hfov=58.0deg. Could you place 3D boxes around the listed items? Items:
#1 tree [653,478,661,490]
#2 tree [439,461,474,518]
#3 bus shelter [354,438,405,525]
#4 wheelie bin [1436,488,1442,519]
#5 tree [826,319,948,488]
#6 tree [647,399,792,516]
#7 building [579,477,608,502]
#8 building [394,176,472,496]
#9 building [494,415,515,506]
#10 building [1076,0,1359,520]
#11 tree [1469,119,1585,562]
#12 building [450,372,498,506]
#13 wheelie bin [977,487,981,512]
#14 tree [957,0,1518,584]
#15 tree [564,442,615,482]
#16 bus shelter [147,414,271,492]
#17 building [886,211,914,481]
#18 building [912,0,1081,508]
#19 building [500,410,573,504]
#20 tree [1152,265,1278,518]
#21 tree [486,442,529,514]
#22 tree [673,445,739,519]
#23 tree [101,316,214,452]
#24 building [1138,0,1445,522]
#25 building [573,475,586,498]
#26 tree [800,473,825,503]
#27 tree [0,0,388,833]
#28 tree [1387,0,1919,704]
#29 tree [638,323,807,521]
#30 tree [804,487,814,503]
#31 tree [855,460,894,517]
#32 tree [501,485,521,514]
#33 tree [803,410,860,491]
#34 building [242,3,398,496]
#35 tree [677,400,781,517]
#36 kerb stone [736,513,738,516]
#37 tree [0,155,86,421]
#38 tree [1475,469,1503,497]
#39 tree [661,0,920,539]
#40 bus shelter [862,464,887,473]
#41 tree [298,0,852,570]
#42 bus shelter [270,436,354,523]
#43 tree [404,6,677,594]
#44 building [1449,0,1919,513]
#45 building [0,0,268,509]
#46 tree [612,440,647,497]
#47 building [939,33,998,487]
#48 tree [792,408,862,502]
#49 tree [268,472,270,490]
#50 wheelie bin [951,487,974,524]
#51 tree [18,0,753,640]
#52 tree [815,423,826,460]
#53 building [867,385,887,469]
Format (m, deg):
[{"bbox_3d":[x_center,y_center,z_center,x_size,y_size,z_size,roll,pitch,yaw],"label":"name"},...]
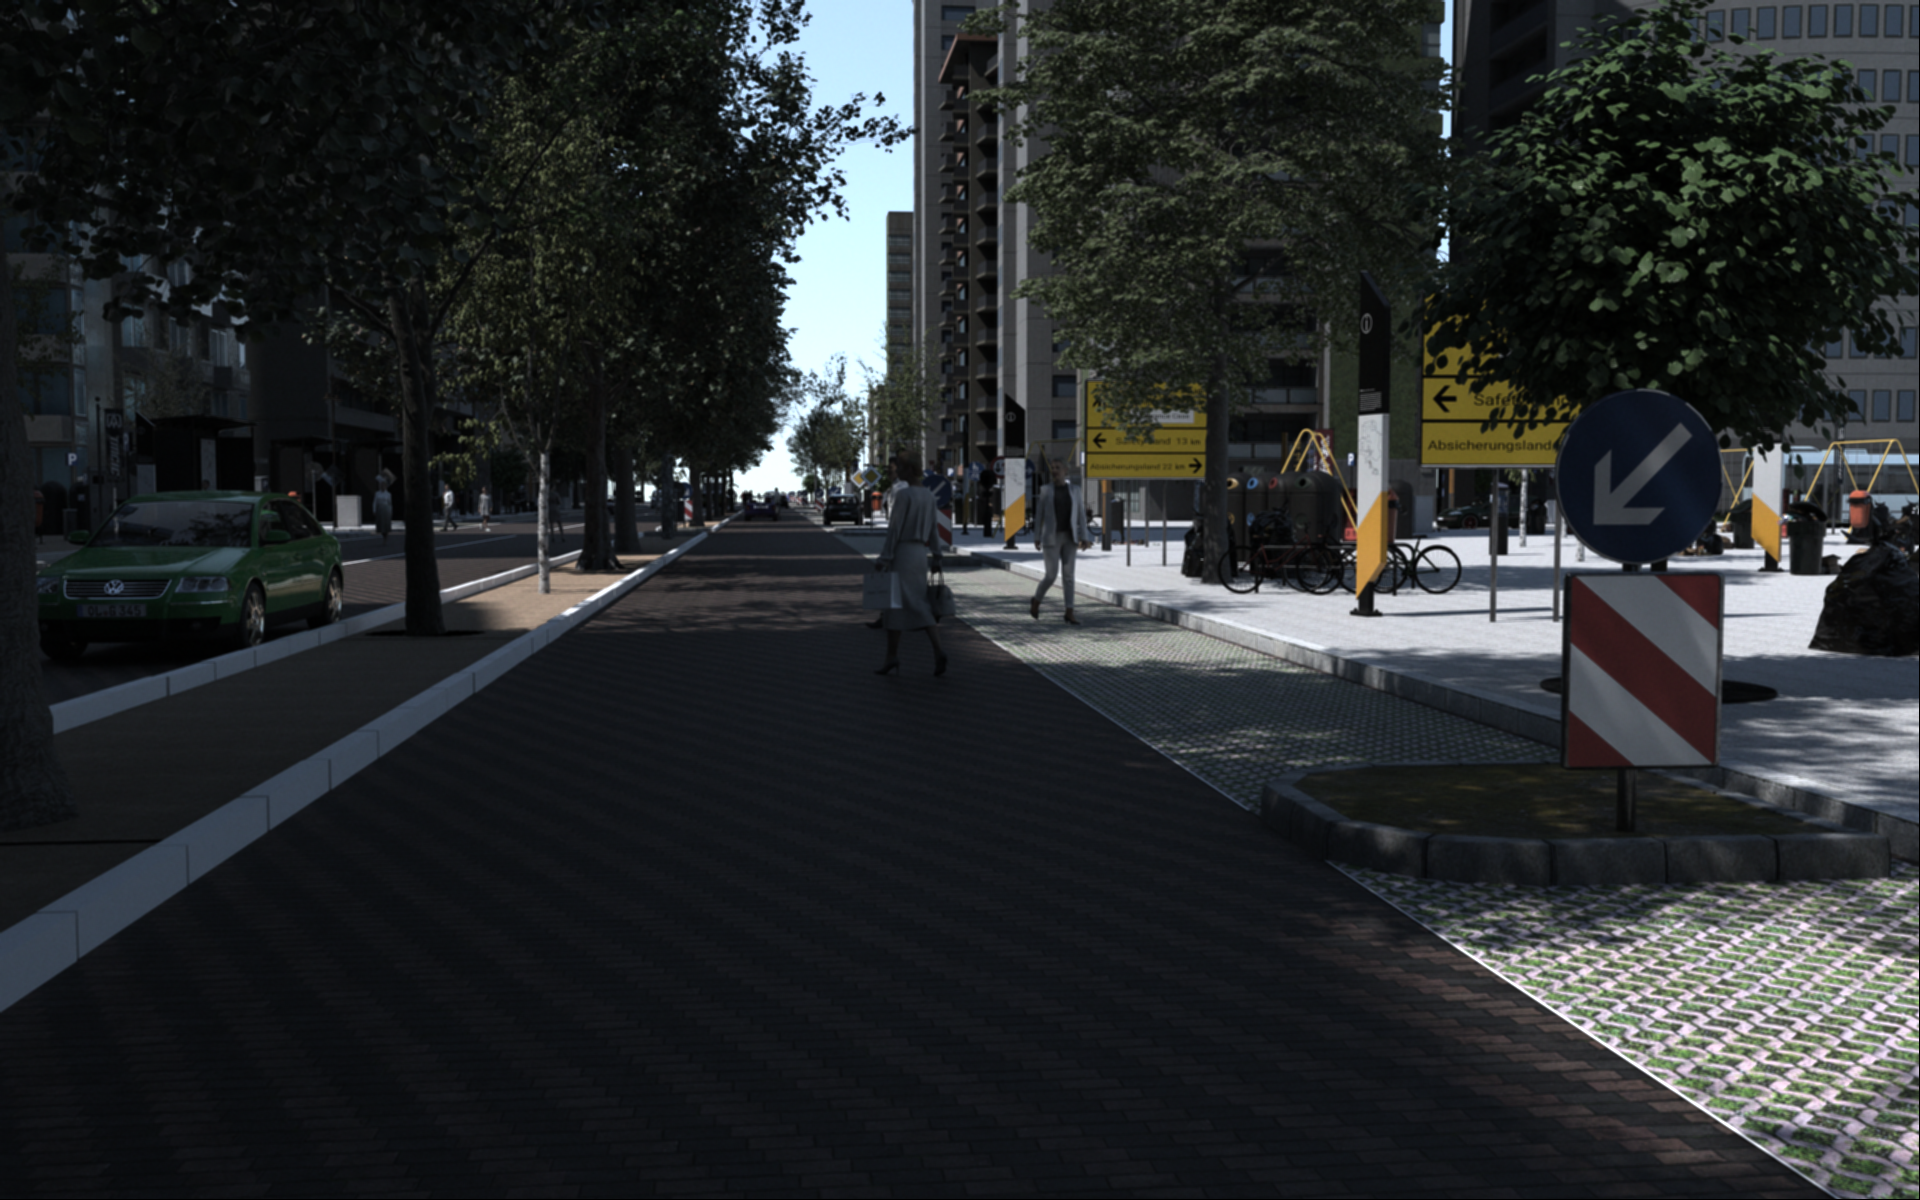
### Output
[{"bbox_3d":[-45.804,-17.318,266.860,4.285,4.588,4.351,0,3,0],"label":"tree"},{"bbox_3d":[-26.482,-5.926,91.486,1.663,3.219,1.824,0,3,0],"label":"tree"},{"bbox_3d":[-25.302,-5.174,75.877,1.731,3.624,6.357,0,4,-6],"label":"bus shelter"},{"bbox_3d":[23.719,-4.762,85.774,0.980,1.594,0.693,-3,5,-45],"label":"wheelie bin"},{"bbox_3d":[-2.305,-7.433,71.891,4.737,8.622,4.395,0,3,0],"label":"tree"},{"bbox_3d":[-15.736,-10.841,114.126,8.767,10.594,7.601,0,4,-6],"label":"tree"},{"bbox_3d":[-65.393,-36.638,282.620,14.154,41.232,14.086,0,4,-6],"label":"building"},{"bbox_3d":[-58.160,-34.314,150.270,28.713,52.752,27.495,0,4,-6],"label":"building"},{"bbox_3d":[-59.238,-45.856,187.998,20.563,71.187,20.611,0,4,-6],"label":"building"},{"bbox_3d":[13.766,-25.524,100.904,14.154,41.232,14.086,0,4,-6],"label":"building"},{"bbox_3d":[11.540,-5.030,32.595,4.737,8.622,4.395,0,3,0],"label":"tree"},{"bbox_3d":[-54.326,-31.911,171.847,14.600,45.320,14.200,0,4,-6],"label":"building"},{"bbox_3d":[0.521,-4.171,76.106,0.980,1.594,0.693,3,5,39],"label":"wheelie bin"},{"bbox_3d":[3.815,-6.483,24.117,7.486,12.596,7.792,0,3,0],"label":"tree"},{"bbox_3d":[-36.624,-15.409,170.058,7.486,12.596,7.792,0,3,0],"label":"tree"},{"bbox_3d":[-23.291,-3.820,53.736,1.731,3.624,6.357,0,4,-6],"label":"bus shelter"},{"bbox_3d":[-3.857,-34.802,252.604,14.154,41.232,14.086,0,4,-6],"label":"building"},{"bbox_3d":[5.288,-39.851,193.565,21.231,58.520,28.212,0,4,-6],"label":"building"},{"bbox_3d":[-61.455,-33.927,238.292,14.154,41.232,14.086,0,4,-6],"label":"building"},{"bbox_3d":[7.594,-6.356,54.286,4.360,8.622,3.978,0,3,0],"label":"tree"},{"bbox_3d":[-28.787,-7.711,109.793,4.285,4.588,4.351,0,3,0],"label":"tree"},{"bbox_3d":[-14.224,-8.929,98.804,4.360,8.622,3.978,0,3,0],"label":"tree"},{"bbox_3d":[-31.995,-7.309,69.866,4.360,8.622,3.978,0,3,0],"label":"tree"},{"bbox_3d":[14.405,-24.543,84.869,14.086,41.232,14.154,0,4,-6],"label":"building"},{"bbox_3d":[-69.034,-39.143,259.589,23.786,49.044,30.456,0,4,-6],"label":"building"},{"bbox_3d":[-20.600,-15.734,240.960,4.285,4.588,4.351,0,3,0],"label":"tree"},{"bbox_3d":[-4.202,-5.987,6.997,9.857,13.997,8.962,0,3,0],"label":"tree"},{"bbox_3d":[4.579,-1.674,11.079,4.285,4.588,4.351,0,3,0],"label":"tree"},{"bbox_3d":[-13.179,-10.854,90.289,12.009,13.543,11.850,0,3,0],"label":"tree"},{"bbox_3d":[-21.956,-15.899,254.545,1.663,3.219,1.824,0,3,0],"label":"tree"},{"bbox_3d":[-4.542,-6.310,97.768,1.663,3.219,1.824,0,3,0],"label":"tree"},{"bbox_3d":[-29.487,-7.295,113.873,1.663,3.219,1.824,0,3,0],"label":"tree"},{"bbox_3d":[-11.339,-12.670,157.508,4.360,8.622,3.978,0,3,0],"label":"tree"},{"bbox_3d":[-52.796,-30.400,120.747,21.300,48.544,21.600,0,4,-6],"label":"building"},{"bbox_3d":[-14.846,-11.342,106.021,7.486,12.596,7.792,0,3,0],"label":"tree"},{"bbox_3d":[-13.594,-5.010,104.167,0.120,0.150,1.000,0,4,-6],"label":"kerb stone"},{"bbox_3d":[-20.941,-5.277,36.650,4.737,8.622,4.395,0,3,0],"label":"tree"},{"bbox_3d":[24.833,-5.400,82.890,1.663,3.219,1.824,0,3,0],"label":"tree"},{"bbox_3d":[-7.892,-11.920,53.240,12.611,20.169,13.585,0,3,0],"label":"tree"},{"bbox_3d":[-6.694,-8.913,137.012,1.731,3.624,6.357,0,4,-6],"label":"bus shelter"},{"bbox_3d":[-6.850,-6.903,32.328,9.611,12.733,9.660,0,3,0],"label":"tree"},{"bbox_3d":[-27.257,-4.983,72.762,1.731,3.624,6.357,0,4,-6],"label":"bus shelter"},{"bbox_3d":[-6.011,-4.399,24.744,4.737,8.622,4.395,0,3,0],"label":"tree"},{"bbox_3d":[42.948,-33.606,91.462,28.212,58.520,21.231,0,4,-6],"label":"building"},{"bbox_3d":[-49.977,-28.579,86.872,23.786,49.044,30.456,0,4,-6],"label":"building"},{"bbox_3d":[-39.044,-15.987,195.804,8.767,10.594,7.601,0,4,6],"label":"tree"},{"bbox_3d":[9.538,-31.263,165.774,22.147,44.769,28.867,0,4,-6],"label":"building"},{"bbox_3d":[-14.448,-15.426,186.626,8.767,10.594,7.601,-2,4,-34],"label":"tree"},{"bbox_3d":[-31.817,-5.344,81.970,1.663,3.219,1.824,0,3,0],"label":"tree"},{"bbox_3d":[0.068,-3.990,73.140,0.693,1.594,0.980,1,4,12],"label":"wheelie bin"},{"bbox_3d":[-5.527,-5.445,17.242,9.928,11.665,9.643,0,3,0],"label":"tree"},{"bbox_3d":[-7.965,-10.550,122.860,4.737,8.622,4.395,0,3,0],"label":"tree"},{"bbox_3d":[-0.901,-27.177,289.389,27.650,21.520,28.899,0,4,-6],"label":"building"}]
